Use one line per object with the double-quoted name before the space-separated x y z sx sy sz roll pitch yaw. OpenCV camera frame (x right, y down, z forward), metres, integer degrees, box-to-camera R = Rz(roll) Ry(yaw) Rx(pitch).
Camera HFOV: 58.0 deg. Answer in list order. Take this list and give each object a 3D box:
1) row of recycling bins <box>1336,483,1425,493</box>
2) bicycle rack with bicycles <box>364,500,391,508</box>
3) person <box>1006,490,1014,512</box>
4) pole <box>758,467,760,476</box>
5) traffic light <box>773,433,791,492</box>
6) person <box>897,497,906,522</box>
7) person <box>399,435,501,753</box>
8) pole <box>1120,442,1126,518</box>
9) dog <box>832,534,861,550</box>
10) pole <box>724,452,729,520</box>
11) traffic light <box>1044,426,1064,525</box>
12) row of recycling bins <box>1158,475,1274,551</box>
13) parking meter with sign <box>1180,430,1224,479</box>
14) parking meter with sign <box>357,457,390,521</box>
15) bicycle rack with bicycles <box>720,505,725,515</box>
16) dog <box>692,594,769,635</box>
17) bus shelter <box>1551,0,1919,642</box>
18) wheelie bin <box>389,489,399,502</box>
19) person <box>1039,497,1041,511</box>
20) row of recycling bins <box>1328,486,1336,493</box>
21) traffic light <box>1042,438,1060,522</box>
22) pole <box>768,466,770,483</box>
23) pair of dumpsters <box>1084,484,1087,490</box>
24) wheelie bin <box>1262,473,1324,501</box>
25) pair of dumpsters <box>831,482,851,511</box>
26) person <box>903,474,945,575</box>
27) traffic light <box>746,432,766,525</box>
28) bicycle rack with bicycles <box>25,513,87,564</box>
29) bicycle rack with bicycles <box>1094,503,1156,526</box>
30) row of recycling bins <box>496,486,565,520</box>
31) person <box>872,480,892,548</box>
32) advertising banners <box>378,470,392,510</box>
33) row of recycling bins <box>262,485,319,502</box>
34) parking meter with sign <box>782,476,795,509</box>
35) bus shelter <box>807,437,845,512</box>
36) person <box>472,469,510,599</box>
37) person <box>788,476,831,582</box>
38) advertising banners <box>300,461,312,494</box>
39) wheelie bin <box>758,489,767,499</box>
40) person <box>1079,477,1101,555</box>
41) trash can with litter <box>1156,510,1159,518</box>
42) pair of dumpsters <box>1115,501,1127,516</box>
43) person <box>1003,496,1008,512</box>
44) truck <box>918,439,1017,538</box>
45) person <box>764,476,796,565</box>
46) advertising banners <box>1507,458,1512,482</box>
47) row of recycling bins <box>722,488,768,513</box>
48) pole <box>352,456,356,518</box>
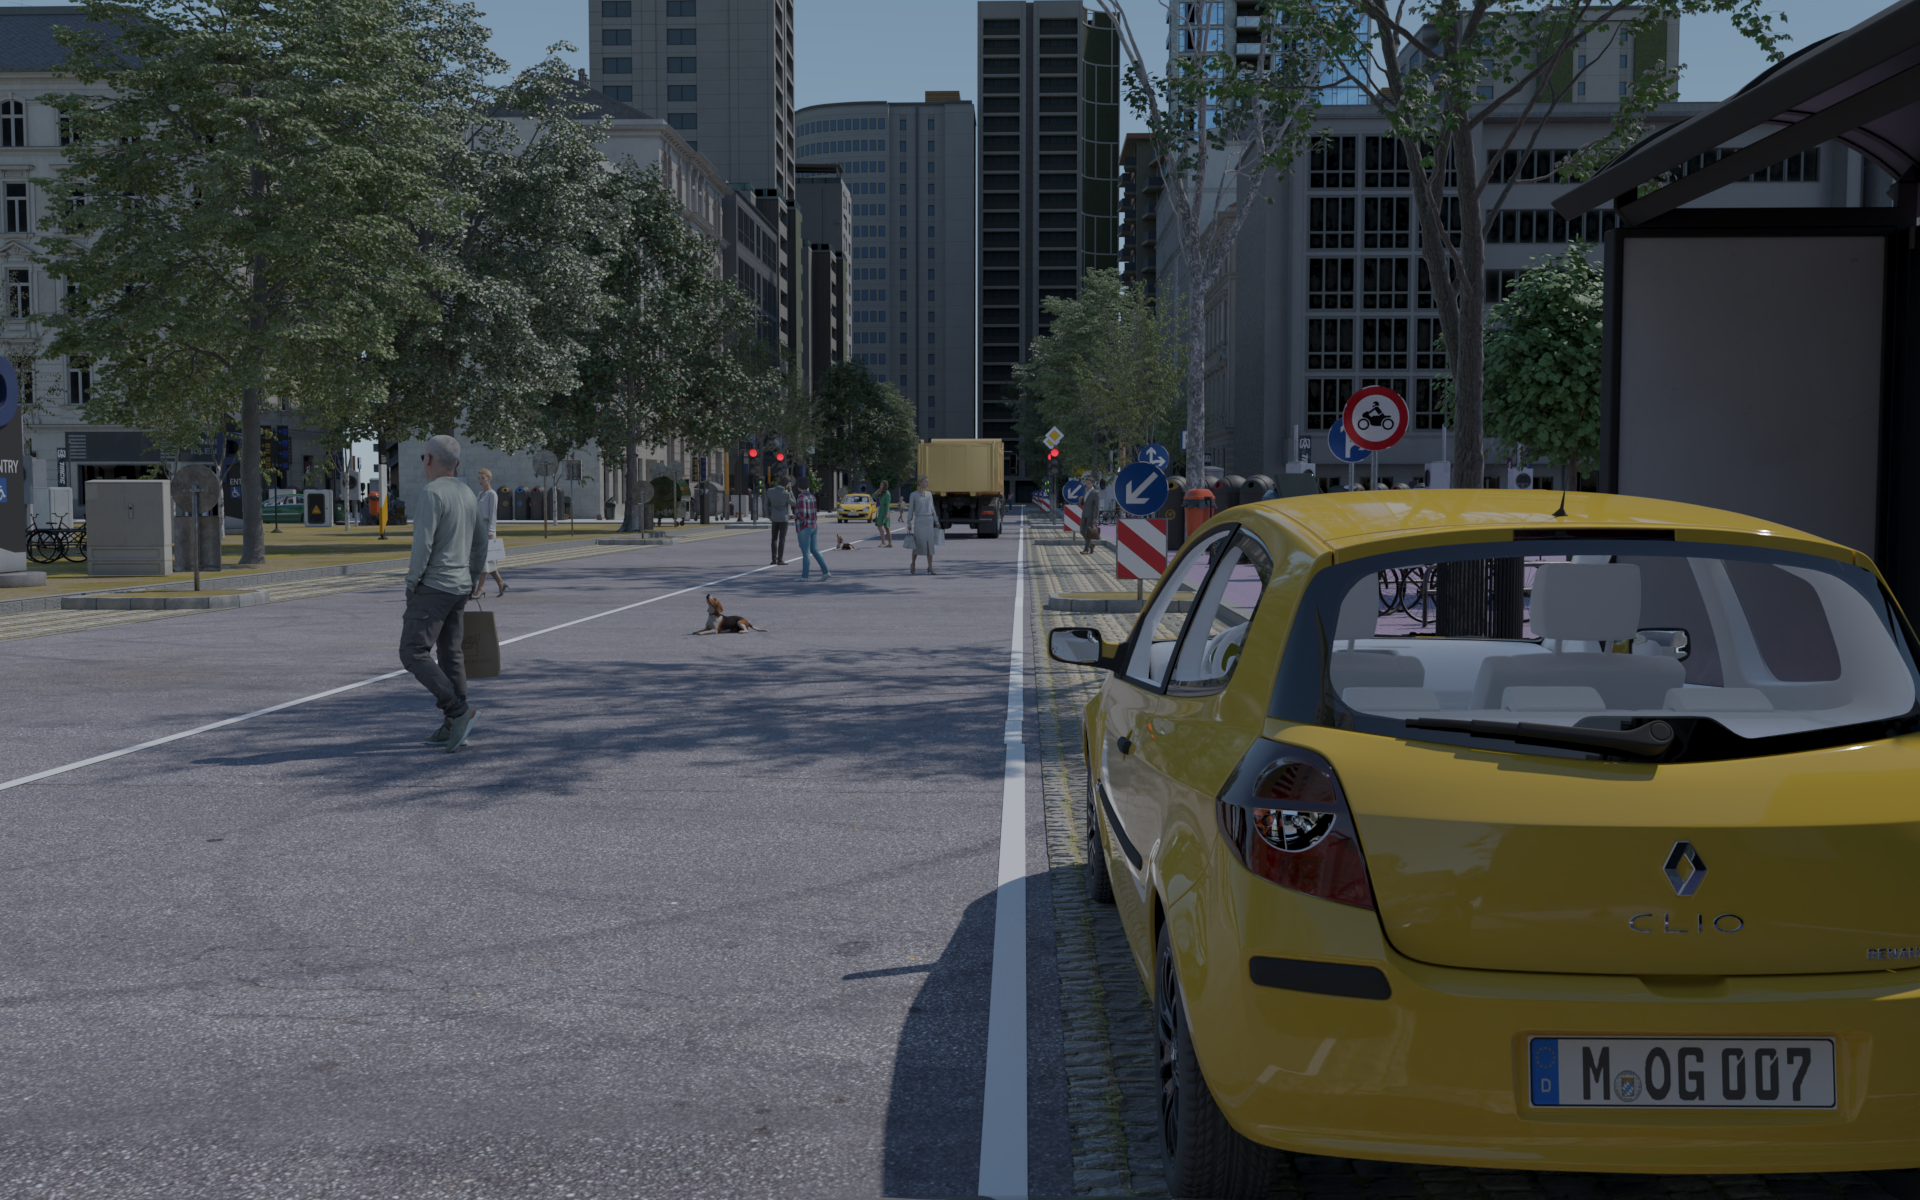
"row of recycling bins" 16.292 -3.595 65.890 3.534 1.692 1.069 3 4 37
"bicycle rack with bicycles" -47.006 -7.653 138.515 2.852 0.926 2.925 3 5 42
"person" 4.039 -7.937 138.854 0.593 1.750 0.643 1 4 22
"pole" -15.225 -8.380 130.860 0.158 3.312 0.155 0 3 0
"traffic light" -8.232 -5.566 79.922 0.839 4.253 0.868 0 4 2
"person" -2.948 -4.575 87.577 0.475 1.303 0.640 -3 5 -41
"person" -2.884 -0.058 9.934 0.515 1.767 0.782 1 4 12
"pole" 6.408 -4.547 68.194 0.158 3.312 0.155 0 3 0
"dog" -2.898 -1.469 44.212 0.748 0.427 0.550 0 4 -1
"pole" -11.410 -5.561 84.763 0.158 3.312 0.155 0 3 0
"traffic light" 3.882 -5.051 71.510 0.839 4.253 0.868 0 4 2
"row of recycling bins" 5.707 -1.916 38.439 1.069 1.692 3.534 -2 4 -34
"parking meter with sign" 6.877 -3.136 47.537 1.738 3.016 0.543 -2 4 -34
"parking meter with sign" -27.698 -5.269 82.403 1.738 3.016 0.543 -1 4 -9
"bicycle rack with bicycles" -15.532 -5.621 105.288 2.925 0.926 2.852 -2 4 -33
"dog" -2.355 0.145 17.814 0.748 0.427 0.550 0 4 1
"bus shelter" 4.094 -0.777 6.633 2.014 3.302 5.546 0 4 2
"wheelie bin" -34.645 -6.034 106.562 0.693 1.594 0.980 3 5 41
"person" 6.442 -7.775 135.809 0.537 1.800 0.526 2 4 35
"row of recycling bins" 18.641 -4.737 84.561 1.069 1.692 3.534 1 4 20
"traffic light" 4.172 -5.539 79.490 0.839 4.253 0.868 0 4 2
"pole" -14.078 -8.194 127.819 0.158 3.312 0.155 0 3 0
"pair of dumpsters" 7.661 -6.021 100.942 1.574 2.255 4.437 0 4 2
"wheelie bin" 4.987 -1.110 26.060 0.980 1.594 0.693 -1 4 -13
"pair of dumpsters" -9.308 -7.977 132.921 1.574 2.255 4.437 0 4 2
"person" -0.650 -1.343 30.809 0.694 1.780 0.624 -1 4 -17
"traffic light" -8.522 -5.078 71.942 0.839 4.253 0.868 0 4 2
"bicycle rack with bicycles" -16.799 -1.185 32.761 2.925 0.926 2.852 -1 4 -10
"bicycle rack with bicycles" 6.581 -3.482 70.310 2.925 0.926 2.852 0 4 -2
"row of recycling bins" -21.043 -4.755 84.861 3.534 1.692 1.069 1 4 11
"person" -2.001 -2.291 46.209 0.529 1.795 0.600 -2 4 -35
"advertising banners" -42.643 -8.115 128.867 0.090 3.025 2.074 1 4 16
"row of recycling bins" -32.644 -4.667 83.421 3.534 1.692 1.069 -3 5 -41
"parking meter with sign" -14.592 -9.336 148.902 1.738 3.016 0.543 -2 4 -30
"bus shelter" -9.861 -9.050 125.597 2.179 5.291 8.768 0 4 2
"person" -6.461 -0.913 23.776 0.624 1.780 0.694 -2 4 -30
"person" -2.469 -1.157 28.255 0.643 1.720 0.563 1 4 22
"advertising banners" -35.369 -5.891 92.504 0.090 3.025 2.074 2 4 26
"wheelie bin" -12.752 -6.441 113.221 0.693 1.594 0.980 2 4 27
"person" 3.062 -1.977 40.783 0.622 1.834 0.822 3 4 39
"trash can with litter" 7.095 -3.198 63.347 1.678 1.210 2.233 1 4 22
"pair of dumpsters" 8.755 -5.704 95.751 1.574 2.255 4.437 0 4 2
"person" 3.452 -7.443 134.473 0.640 1.303 0.475 0 4 -7
"truck" 0.164 -3.891 59.537 3.469 3.379 9.791 0 4 3
"person" -3.633 -1.604 34.911 0.592 1.802 0.473 2 4 31
"advertising banners" 26.006 -5.179 80.859 0.090 3.025 2.074 -1 4 -10
"row of recycling bins" -14.835 -6.716 116.926 3.534 1.692 1.069 -2 4 -35
"pole" -32.171 -5.998 91.914 0.158 3.312 0.155 0 3 0
